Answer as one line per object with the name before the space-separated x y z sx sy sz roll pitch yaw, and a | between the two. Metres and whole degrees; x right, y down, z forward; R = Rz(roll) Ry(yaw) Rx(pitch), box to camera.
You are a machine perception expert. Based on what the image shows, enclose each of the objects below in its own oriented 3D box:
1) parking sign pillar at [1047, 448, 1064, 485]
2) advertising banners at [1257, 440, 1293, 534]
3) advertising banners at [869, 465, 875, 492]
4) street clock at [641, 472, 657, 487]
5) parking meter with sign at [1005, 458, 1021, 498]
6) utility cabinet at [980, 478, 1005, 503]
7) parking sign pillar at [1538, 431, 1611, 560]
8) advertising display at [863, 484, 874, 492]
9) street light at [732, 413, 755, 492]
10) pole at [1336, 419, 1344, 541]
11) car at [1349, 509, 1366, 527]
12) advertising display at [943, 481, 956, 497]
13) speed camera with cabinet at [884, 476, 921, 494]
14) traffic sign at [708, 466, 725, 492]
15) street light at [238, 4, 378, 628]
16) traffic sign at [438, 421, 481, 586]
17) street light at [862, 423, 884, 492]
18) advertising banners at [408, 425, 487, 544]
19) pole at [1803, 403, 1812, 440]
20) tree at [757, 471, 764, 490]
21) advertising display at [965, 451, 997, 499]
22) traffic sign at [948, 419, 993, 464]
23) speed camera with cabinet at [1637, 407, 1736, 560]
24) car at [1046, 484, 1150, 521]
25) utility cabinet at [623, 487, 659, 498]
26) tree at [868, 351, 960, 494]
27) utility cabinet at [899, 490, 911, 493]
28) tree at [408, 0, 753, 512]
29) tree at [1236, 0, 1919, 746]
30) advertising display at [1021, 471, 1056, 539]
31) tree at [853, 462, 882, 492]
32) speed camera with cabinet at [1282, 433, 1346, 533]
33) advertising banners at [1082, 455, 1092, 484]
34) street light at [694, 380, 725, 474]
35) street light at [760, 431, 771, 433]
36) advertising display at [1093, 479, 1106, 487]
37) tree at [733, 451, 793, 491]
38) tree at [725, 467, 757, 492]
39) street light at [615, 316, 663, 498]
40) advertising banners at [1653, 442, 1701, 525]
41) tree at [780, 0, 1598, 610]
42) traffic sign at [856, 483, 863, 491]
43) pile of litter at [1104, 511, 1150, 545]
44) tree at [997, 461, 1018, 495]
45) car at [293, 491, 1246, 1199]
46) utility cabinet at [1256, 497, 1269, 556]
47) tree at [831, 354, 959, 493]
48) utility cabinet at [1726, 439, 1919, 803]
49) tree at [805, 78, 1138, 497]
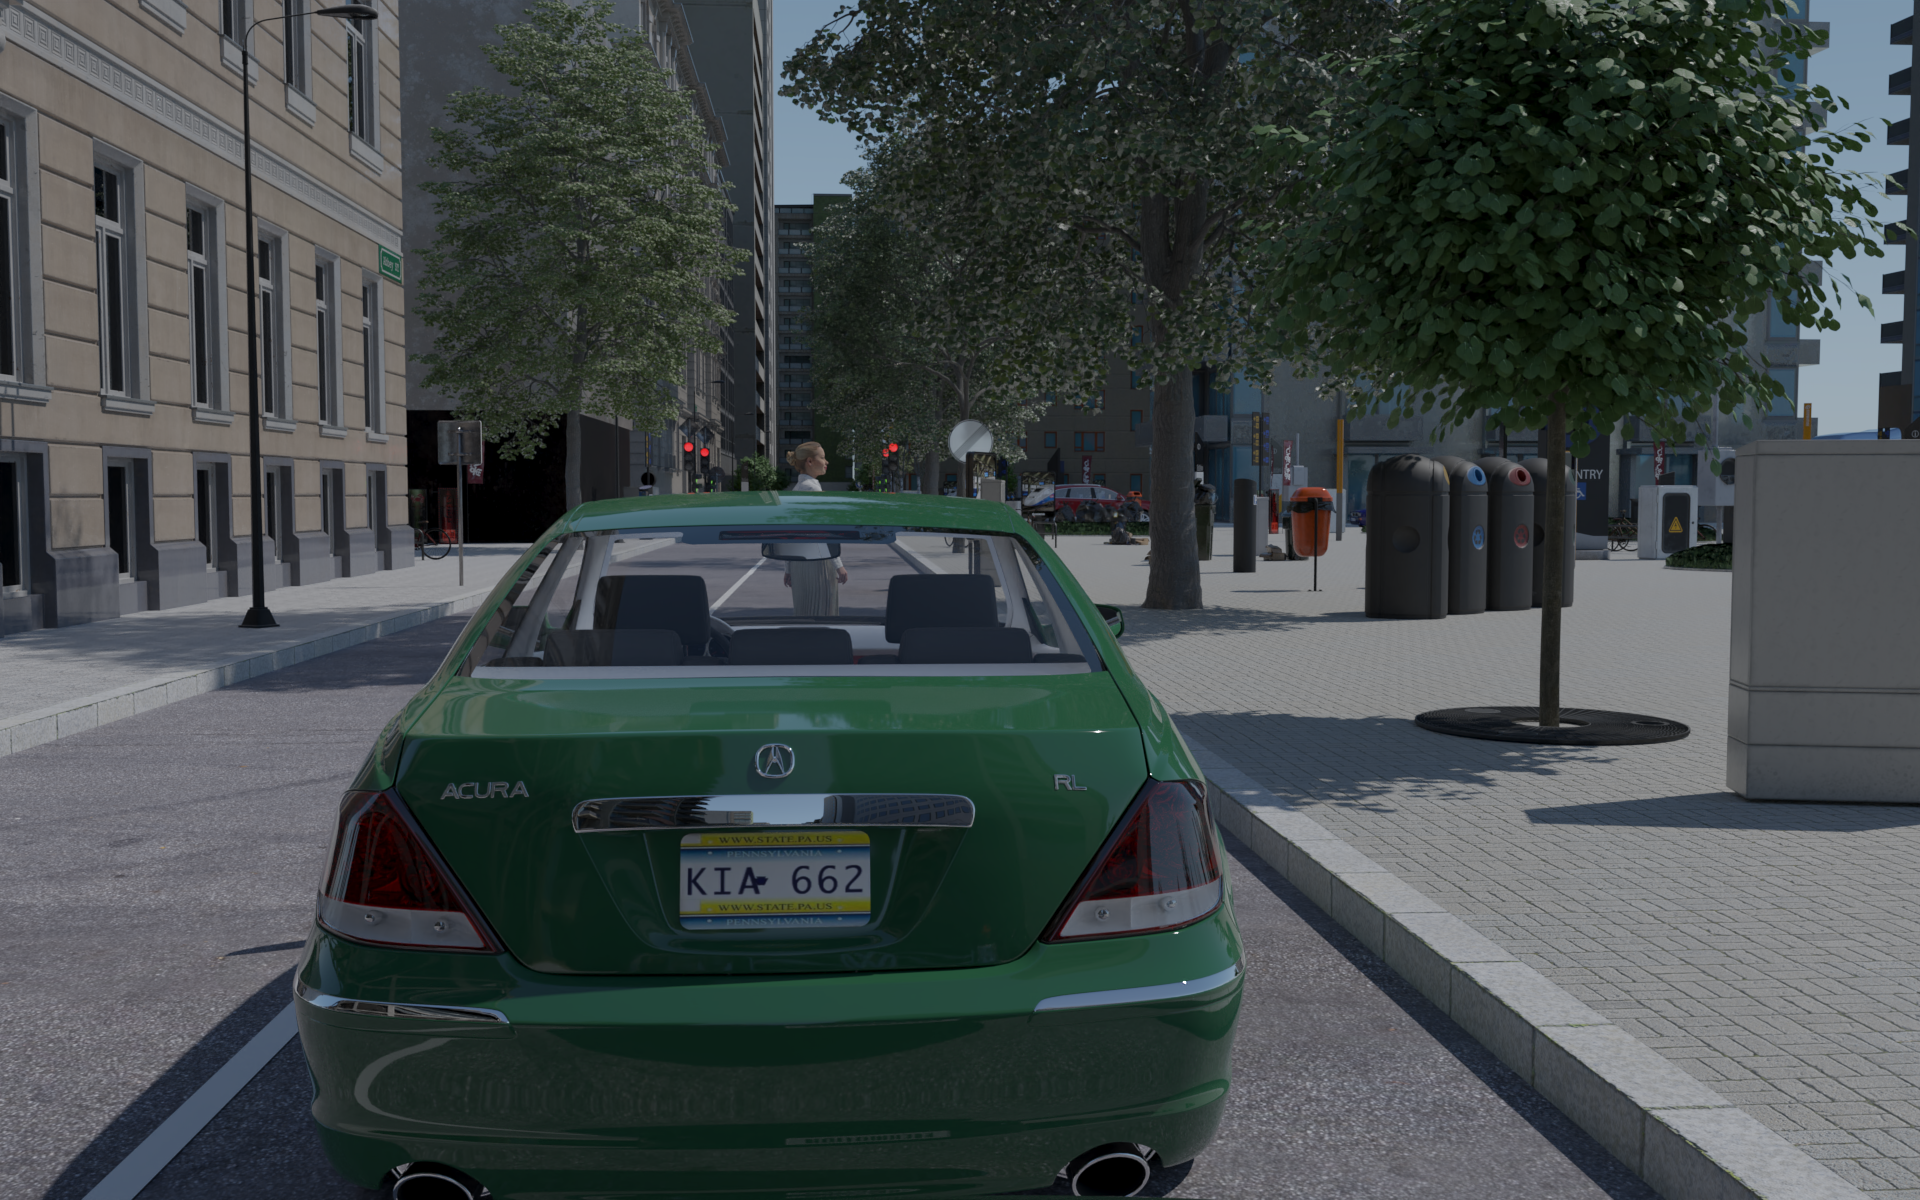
parking sign pillar | 5.606 -6.912 101.481 1.447 3.967 1.447 -2 4 -26
advertising banners | 10.033 -3.622 55.407 2.074 3.025 0.090 -3 5 -43
advertising banners | -5.312 -6.526 102.887 0.090 3.025 2.074 -1 4 -16
street clock | -10.195 -3.193 56.777 0.471 2.002 0.358 1 4 8
parking meter with sign | 2.790 -4.693 72.997 1.738 3.016 0.543 0 4 5
utility cabinet | 0.475 -0.962 24.404 0.318 1.500 1.173 0 4 4
parking sign pillar | 12.101 -2.794 34.159 1.447 3.967 1.447 0 4 -4
advertising display | -5.864 -6.458 110.803 0.123 1.923 0.974 3 4 37
street light | -12.470 -7.740 99.095 1.470 5.913 1.316 0 4 -4
pole | 10.396 -3.277 47.418 0.158 3.312 0.155 0 3 0
car | 17.481 -3.428 68.626 3.894 1.354 1.945 0 4 -4
advertising display | -0.324 -4.867 84.793 0.974 1.923 0.123 0 4 7
speed camera with cabinet | -3.073 -5.904 90.858 2.038 3.252 0.660 0 4 -8
traffic sign | -11.166 -4.856 79.501 0.768 2.556 0.104 0 4 2
street light | -6.223 -2.693 16.566 1.470 5.913 1.316 0 4 -4
traffic sign | -6.969 -1.347 24.151 0.606 2.300 0.079 0 4 2
street light | -4.518 -7.140 89.278 1.470 5.913 1.316 0 4 -4
advertising banners | -13.076 -2.931 44.117 2.074 3.025 0.090 0 4 -5
pole | 18.974 -2.753 38.861 0.158 3.312 0.155 0 3 0
tree | -15.040 -7.943 124.470 1.663 3.219 1.824 0 3 0
advertising display | 0.327 -1.300 26.469 0.123 1.923 0.974 1 4 23
traffic sign | 0.181 -1.806 29.631 0.768 2.556 0.104 0 4 -1
speed camera with cabinet | 14.397 -2.431 34.079 2.038 3.252 0.660 -1 4 -17
car | 5.300 -3.588 67.331 5.304 1.827 2.281 0 4 -3
utility cabinet | -9.689 -2.695 52.738 1.173 1.500 0.318 2 4 31
tree | -2.569 -8.001 81.181 4.360 8.622 3.978 0 3 0
utility cabinet | -3.362 -5.632 100.759 1.173 1.500 0.318 -3 5 -44
tree | -8.431 -7.420 39.440 7.486 12.596 7.792 0 3 0
tree | 3.285 -1.566 9.315 4.285 4.588 4.351 0 3 0
advertising display | 2.206 -2.672 48.902 0.974 1.923 0.123 0 4 -6
tree | -6.738 -9.418 137.700 4.285 4.588 4.351 0 3 0
speed camera with cabinet | 11.625 -3.826 56.889 2.038 3.252 0.660 -1 4 -14
advertising banners | 5.086 -5.034 78.490 2.074 3.025 0.090 2 4 35
street light | -10.292 -6.011 70.821 1.470 5.913 1.316 0 4 -4
street light | -14.588 -9.479 127.529 1.470 5.913 1.316 0 4 -4
advertising display | 6.184 -4.390 76.988 0.123 1.923 0.974 2 4 34
tree | -15.377 -8.971 130.397 4.285 4.588 4.351 0 3 0
tree | -15.572 -7.785 121.889 1.663 3.219 1.824 0 3 0
street light | -8.410 -4.444 45.195 1.470 5.913 1.316 0 4 -4
advertising banners | 23.514 -3.713 56.889 0.090 3.025 2.074 -1 4 -22
tree | 2.511 -6.876 19.082 9.857 13.997 8.962 0 3 0
traffic sign | -8.145 -8.635 141.290 0.768 2.556 0.104 0 4 -2
pile of litter | 4.252 -1.844 44.113 1.176 0.858 1.719 0 4 3
tree | 2.498 -5.871 90.600 1.663 3.219 1.824 0 3 0
car | -0.470 0.409 5.111 2.131 1.459 4.920 0 4 -4
utility cabinet | 6.164 -1.537 36.300 0.306 1.237 1.020 0 4 -8
tree | -3.473 -10.870 95.849 7.486 12.596 7.792 0 3 0
utility cabinet | 3.861 0.091 7.199 1.173 1.500 0.318 1 4 9
tree | 0.305 -6.293 37.306 7.601 10.594 8.767 -1 4 -16
